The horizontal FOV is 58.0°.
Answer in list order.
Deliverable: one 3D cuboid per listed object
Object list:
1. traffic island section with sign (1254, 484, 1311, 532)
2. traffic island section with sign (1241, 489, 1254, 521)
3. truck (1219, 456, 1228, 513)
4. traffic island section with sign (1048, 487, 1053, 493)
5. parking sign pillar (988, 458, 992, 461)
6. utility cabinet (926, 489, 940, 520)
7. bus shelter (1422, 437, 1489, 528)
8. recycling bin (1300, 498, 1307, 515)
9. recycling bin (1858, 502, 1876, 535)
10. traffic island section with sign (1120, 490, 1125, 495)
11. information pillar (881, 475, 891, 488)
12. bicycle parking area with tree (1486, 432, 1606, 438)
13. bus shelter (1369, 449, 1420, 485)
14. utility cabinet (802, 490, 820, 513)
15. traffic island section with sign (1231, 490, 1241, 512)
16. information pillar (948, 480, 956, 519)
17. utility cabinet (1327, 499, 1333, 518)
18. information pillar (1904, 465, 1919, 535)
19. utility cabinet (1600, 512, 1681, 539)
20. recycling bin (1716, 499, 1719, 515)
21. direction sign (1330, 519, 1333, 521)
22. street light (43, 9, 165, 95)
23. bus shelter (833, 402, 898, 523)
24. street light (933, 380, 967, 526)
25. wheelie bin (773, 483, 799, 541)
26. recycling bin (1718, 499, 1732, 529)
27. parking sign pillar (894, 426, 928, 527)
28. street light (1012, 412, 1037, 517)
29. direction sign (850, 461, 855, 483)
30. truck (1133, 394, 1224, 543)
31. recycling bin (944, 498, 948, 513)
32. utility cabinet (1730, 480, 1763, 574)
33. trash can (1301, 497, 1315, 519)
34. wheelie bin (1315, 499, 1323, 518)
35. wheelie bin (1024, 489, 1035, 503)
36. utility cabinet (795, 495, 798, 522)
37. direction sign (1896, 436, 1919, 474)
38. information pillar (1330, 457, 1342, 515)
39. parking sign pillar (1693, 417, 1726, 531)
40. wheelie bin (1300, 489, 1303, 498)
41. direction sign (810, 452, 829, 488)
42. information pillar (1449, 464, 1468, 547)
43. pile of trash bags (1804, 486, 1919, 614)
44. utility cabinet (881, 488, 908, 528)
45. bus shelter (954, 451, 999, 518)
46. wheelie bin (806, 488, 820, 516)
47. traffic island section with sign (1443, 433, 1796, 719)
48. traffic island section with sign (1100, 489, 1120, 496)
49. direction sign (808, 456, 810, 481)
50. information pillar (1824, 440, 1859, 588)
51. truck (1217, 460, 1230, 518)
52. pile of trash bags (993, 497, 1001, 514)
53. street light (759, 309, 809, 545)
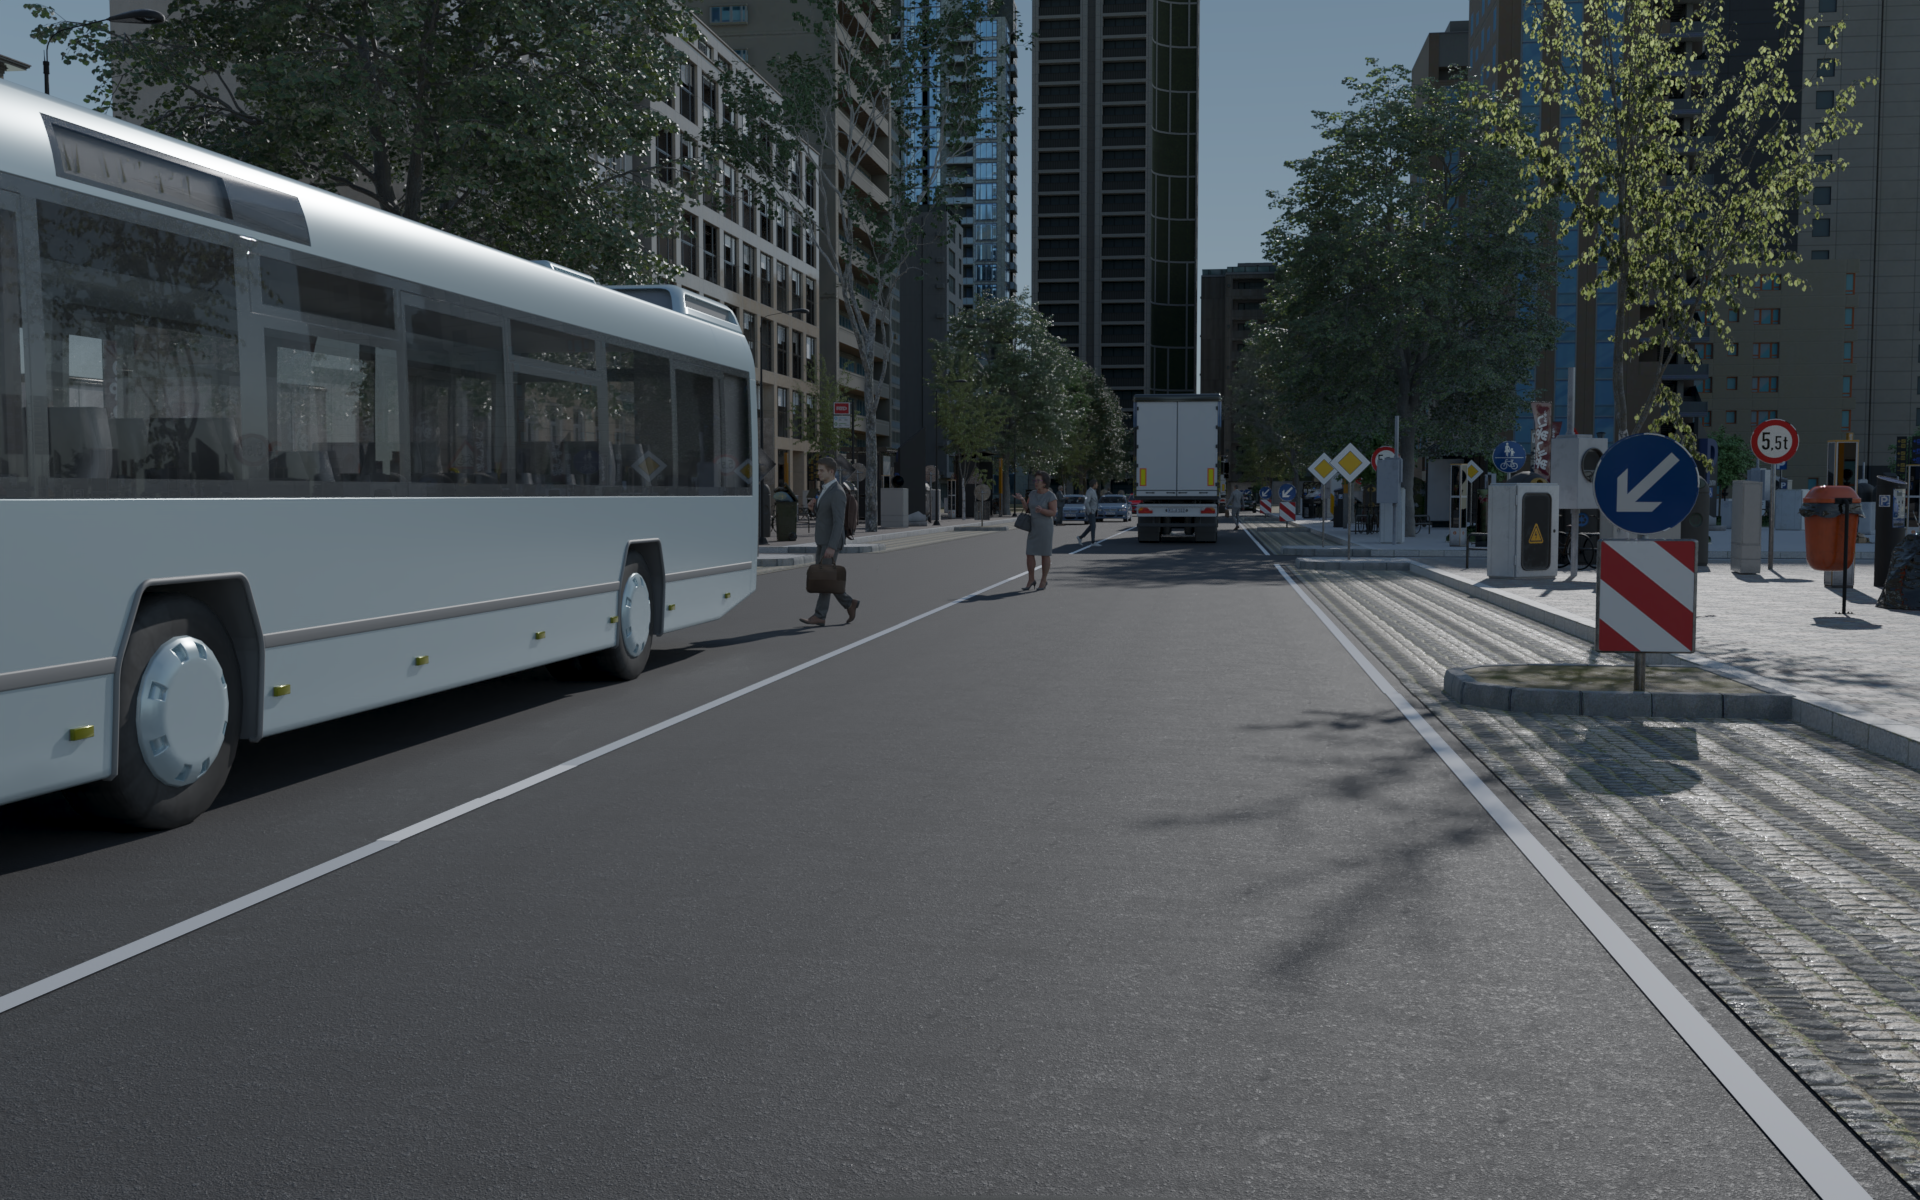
[{"bbox_3d":[12.331,-3.509,65.997,1.989,1.847,2.006,1,4,8],"label":"traffic island section with sign"},{"bbox_3d":[16.236,-5.146,92.770,1.989,1.847,2.006,1,4,8],"label":"traffic island section with sign"},{"bbox_3d":[19.114,-8.805,132.867,2.839,4.237,11.283,0,4,7],"label":"truck"},{"bbox_3d":[4.769,-5.244,94.372,1.989,1.847,2.006,1,4,8],"label":"traffic island section with sign"},{"bbox_3d":[1.733,-7.604,112.799,1.447,3.967,1.447,1,4,12],"label":"parking sign pillar"},{"bbox_3d":[-1.544,-4.563,83.290,1.173,1.500,0.318,1,4,10],"label":"utility cabinet"},{"bbox_3d":[18.245,-4.270,63.732,2.014,3.302,5.546,1,4,8],"label":"bus shelter"},{"bbox_3d":[20.918,-5.603,104.163,0.722,1.027,0.722,2,4,30],"label":"recycling bin"},{"bbox_3d":[28.412,-2.574,54.641,0.722,1.027,0.722,3,4,38],"label":"recycling bin"},{"bbox_3d":[15.995,-9.941,171.157,1.989,1.847,2.006,1,4,8],"label":"traffic island section with sign"},{"bbox_3d":[-2.877,-3.843,67.329,0.304,2.012,0.304,-1,4,-14],"label":"information pillar"},{"bbox_3d":[27.044,-5.715,80.437,8.231,4.147,9.016,1,4,19],"label":"bicycle parking area with tree"},{"bbox_3d":[21.220,-6.592,85.409,2.179,5.291,8.768,1,4,8],"label":"bus shelter"},{"bbox_3d":[-8.907,-5.857,104.441,1.173,1.500,0.318,-1,4,-9],"label":"utility cabinet"},{"bbox_3d":[23.483,-8.178,142.345,1.989,1.847,2.006,1,4,8],"label":"traffic island section with sign"},{"bbox_3d":[-0.429,-5.193,89.400,0.304,2.012,0.304,-3,5,-42],"label":"information pillar"},{"bbox_3d":[19.893,-5.108,92.193,1.173,1.500,0.318,-2,4,-32],"label":"utility cabinet"},{"bbox_3d":[23.805,-2.372,43.273,0.304,2.012,0.304,1,4,16],"label":"information pillar"},{"bbox_3d":[9.807,-0.998,24.990,1.173,1.500,0.318,-1,4,-18],"label":"utility cabinet"},{"bbox_3d":[41.833,-5.027,94.739,0.722,1.027,0.722,3,5,44],"label":"recycling bin"},{"bbox_3d":[17.742,-5.506,82.024,0.876,3.537,0.379,0,4,-5],"label":"direction sign"},{"bbox_3d":[-8.311,-2.709,16.831,1.470,5.913,1.316,1,4,8],"label":"street light"},{"bbox_3d":[-4.055,-6.137,77.967,2.179,5.291,8.768,1,4,8],"label":"bus shelter"},{"bbox_3d":[-0.420,-5.993,70.523,1.470,5.913,1.316,1,4,8],"label":"street light"},{"bbox_3d":[-4.764,-2.413,47.353,0.693,1.594,0.980,0,4,-8],"label":"wheelie bin"},{"bbox_3d":[28.326,-3.107,63.349,0.722,1.027,0.722,3,5,41],"label":"recycling bin"},{"bbox_3d":[-1.992,-4.916,68.849,1.447,3.967,1.447,-3,5,-40],"label":"parking sign pillar"},{"bbox_3d":[3.654,-7.696,98.370,1.470,5.913,1.316,1,4,8],"label":"street light"},{"bbox_3d":[-7.484,-7.667,117.357,0.876,3.537,0.379,2,4,35],"label":"direction sign"},{"bbox_3d":[6.865,-3.988,54.117,2.839,4.237,11.283,0,4,8],"label":"truck"},{"bbox_3d":[-0.630,-6.418,117.482,0.722,1.027,0.722,1,4,21],"label":"recycling bin"},{"bbox_3d":[12.752,-1.185,28.062,0.318,1.500,1.173,1,4,17],"label":"utility cabinet"},{"bbox_3d":[18.121,-4.803,90.187,0.748,1.137,0.748,0,3,0],"label":"trash can"},{"bbox_3d":[19.487,-5.258,93.872,0.980,1.594,0.693,-1,4,-11],"label":"wheelie bin"},{"bbox_3d":[4.717,-6.594,115.712,0.980,1.594,0.693,1,4,15],"label":"wheelie bin"},{"bbox_3d":[-7.777,-4.087,77.987,1.020,1.237,0.306,2,4,30],"label":"utility cabinet"},{"bbox_3d":[37.153,-4.640,67.868,0.876,3.537,0.379,1,4,22],"label":"direction sign"},{"bbox_3d":[14.673,-4.655,67.458,0.504,3.616,0.183,-1,4,-19],"label":"information pillar"},{"bbox_3d":[26.161,-4.424,60.797,1.447,3.967,1.447,3,5,42],"label":"parking sign pillar"},{"bbox_3d":[22.046,-6.235,109.858,0.980,1.594,0.693,1,4,21],"label":"wheelie bin"},{"bbox_3d":[-7.476,-6.196,93.309,0.876,3.537,0.379,-1,4,-23],"label":"direction sign"},{"bbox_3d":[12.142,-2.305,42.180,0.304,2.012,0.304,-3,5,-42],"label":"information pillar"},{"bbox_3d":[10.827,-0.561,18.921,3.447,1.369,1.912,0,4,-8],"label":"pile of trash bags"},{"bbox_3d":[-2.449,-3.444,64.988,1.173,1.500,0.318,3,5,43],"label":"utility cabinet"},{"bbox_3d":[0.955,-6.471,97.088,1.731,3.624,6.357,1,4,8],"label":"bus shelter"},{"bbox_3d":[-8.209,-5.474,97.414,0.980,1.594,0.693,3,4,37],"label":"wheelie bin"},{"bbox_3d":[4.446,-0.207,12.005,1.989,1.847,2.006,1,4,8],"label":"traffic island section with sign"},{"bbox_3d":[12.050,-8.291,144.188,1.989,1.847,2.006,1,4,8],"label":"traffic island section with sign"},{"bbox_3d":[-8.619,-6.802,103.208,0.876,3.537,0.379,1,4,21],"label":"direction sign"},{"bbox_3d":[12.046,-1.174,23.681,0.304,2.012,0.304,0,4,7],"label":"information pillar"},{"bbox_3d":[10.122,-4.931,76.540,3.469,3.379,9.791,1,4,9],"label":"truck"},{"bbox_3d":[1.702,-6.081,109.172,1.912,1.369,3.447,1,4,15],"label":"pile of trash bags"},{"bbox_3d":[-4.467,-4.345,43.583,1.470,5.913,1.316,1,4,8],"label":"street light"}]
